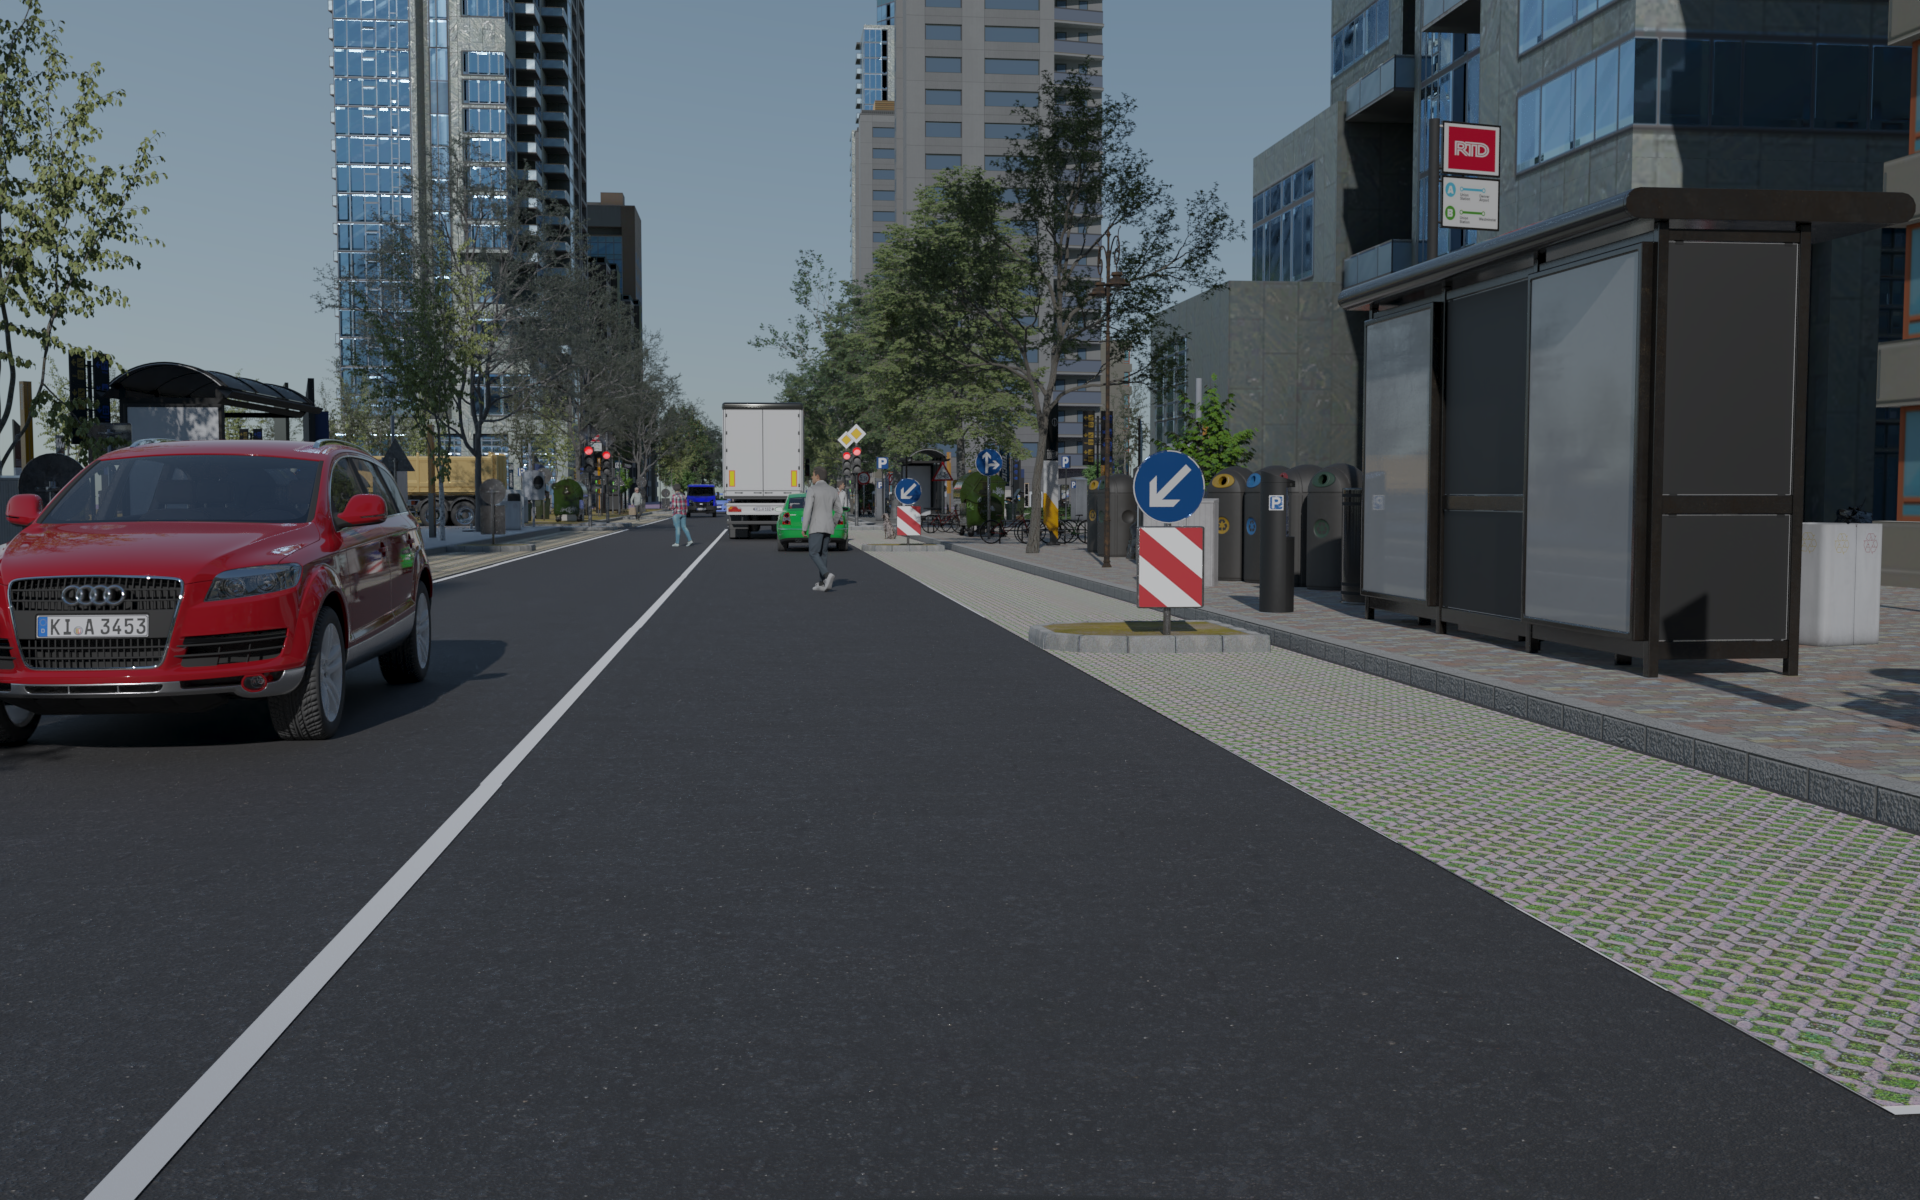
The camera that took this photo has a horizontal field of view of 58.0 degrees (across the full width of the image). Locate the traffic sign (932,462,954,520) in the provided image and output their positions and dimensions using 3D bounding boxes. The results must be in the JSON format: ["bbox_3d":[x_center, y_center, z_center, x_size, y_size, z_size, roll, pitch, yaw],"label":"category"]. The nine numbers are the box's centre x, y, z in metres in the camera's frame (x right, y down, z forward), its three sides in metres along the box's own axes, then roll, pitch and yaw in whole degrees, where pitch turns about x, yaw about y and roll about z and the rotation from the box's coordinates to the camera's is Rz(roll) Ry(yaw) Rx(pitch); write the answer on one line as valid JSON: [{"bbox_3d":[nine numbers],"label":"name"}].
[{"bbox_3d":[-0.697,-4.278,69.952,0.884,2.594,0.081,0,4,2],"label":"traffic sign"}]

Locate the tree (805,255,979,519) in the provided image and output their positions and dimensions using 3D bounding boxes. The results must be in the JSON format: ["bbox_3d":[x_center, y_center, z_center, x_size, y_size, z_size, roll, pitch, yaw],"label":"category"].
[{"bbox_3d":[-3.387,-11.247,90.538,9.857,13.997,8.962,0,3,0],"label":"tree"}]

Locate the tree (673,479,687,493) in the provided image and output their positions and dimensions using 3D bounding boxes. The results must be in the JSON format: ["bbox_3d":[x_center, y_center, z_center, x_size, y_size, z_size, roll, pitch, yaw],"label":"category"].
[{"bbox_3d":[-30.887,-11.946,189.915,1.663,3.219,1.824,0,3,0],"label":"tree"}]

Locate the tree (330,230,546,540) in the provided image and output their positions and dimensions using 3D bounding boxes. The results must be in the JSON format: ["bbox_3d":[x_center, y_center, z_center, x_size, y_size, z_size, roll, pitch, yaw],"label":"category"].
[{"bbox_3d":[-14.492,-5.940,47.486,4.737,8.622,4.395,0,3,0],"label":"tree"}]

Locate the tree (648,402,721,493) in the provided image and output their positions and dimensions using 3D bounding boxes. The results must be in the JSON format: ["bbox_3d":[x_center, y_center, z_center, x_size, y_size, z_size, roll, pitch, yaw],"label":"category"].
[{"bbox_3d":[-34.044,-18.065,212.367,9.611,12.733,9.660,0,3,0],"label":"tree"}]

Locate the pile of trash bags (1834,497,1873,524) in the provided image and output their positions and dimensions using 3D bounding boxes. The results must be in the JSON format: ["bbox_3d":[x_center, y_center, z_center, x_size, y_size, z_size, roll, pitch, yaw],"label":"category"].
[{"bbox_3d":[16.093,-1.225,29.776,1.912,1.369,3.447,3,5,41],"label":"pile of trash bags"}]

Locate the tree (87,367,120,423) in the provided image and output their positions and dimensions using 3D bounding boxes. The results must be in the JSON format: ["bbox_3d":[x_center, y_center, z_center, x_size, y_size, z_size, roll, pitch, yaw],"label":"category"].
[{"bbox_3d":[-47.080,-8.995,97.432,4.360,8.622,3.978,0,3,0],"label":"tree"}]

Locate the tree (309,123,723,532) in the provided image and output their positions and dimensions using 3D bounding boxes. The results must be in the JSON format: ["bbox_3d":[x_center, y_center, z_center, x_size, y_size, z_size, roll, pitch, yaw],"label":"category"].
[{"bbox_3d":[-16.454,-9.063,58.544,12.009,13.543,11.850,0,3,0],"label":"tree"}]

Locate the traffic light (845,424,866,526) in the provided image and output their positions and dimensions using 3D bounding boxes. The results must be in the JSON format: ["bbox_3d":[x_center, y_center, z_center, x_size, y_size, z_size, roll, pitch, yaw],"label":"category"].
[{"bbox_3d":[-4.164,-4.920,69.360,0.839,4.253,0.868,0,4,-7],"label":"traffic light"}]

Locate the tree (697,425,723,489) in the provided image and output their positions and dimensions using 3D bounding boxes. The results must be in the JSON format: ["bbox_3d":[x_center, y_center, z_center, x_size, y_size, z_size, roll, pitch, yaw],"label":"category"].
[{"bbox_3d":[-44.537,-24.623,309.245,9.857,13.997,8.962,0,3,0],"label":"tree"}]

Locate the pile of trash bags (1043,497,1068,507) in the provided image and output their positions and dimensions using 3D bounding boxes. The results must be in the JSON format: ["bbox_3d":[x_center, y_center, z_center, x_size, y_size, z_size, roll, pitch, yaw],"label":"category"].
[{"bbox_3d":[7.055,-7.090,125.674,1.912,1.369,3.447,-1,4,-20],"label":"pile of trash bags"}]

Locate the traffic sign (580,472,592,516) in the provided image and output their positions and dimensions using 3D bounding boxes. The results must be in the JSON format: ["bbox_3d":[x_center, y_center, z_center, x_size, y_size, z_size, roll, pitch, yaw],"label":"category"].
[{"bbox_3d":[-21.391,-6.054,99.097,0.768,2.556,0.104,0,4,0],"label":"traffic sign"}]

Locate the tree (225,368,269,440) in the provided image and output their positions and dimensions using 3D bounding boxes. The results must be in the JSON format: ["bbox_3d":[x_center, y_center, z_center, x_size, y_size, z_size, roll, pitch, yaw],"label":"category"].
[{"bbox_3d":[-42.900,-9.270,101.921,4.737,8.622,4.395,0,3,0],"label":"tree"}]

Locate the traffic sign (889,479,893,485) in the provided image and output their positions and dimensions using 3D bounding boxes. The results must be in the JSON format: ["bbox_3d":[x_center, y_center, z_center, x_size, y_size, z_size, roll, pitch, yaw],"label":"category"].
[{"bbox_3d":[-3.869,-6.362,104.015,0.884,2.594,0.081,0,4,-1],"label":"traffic sign"}]

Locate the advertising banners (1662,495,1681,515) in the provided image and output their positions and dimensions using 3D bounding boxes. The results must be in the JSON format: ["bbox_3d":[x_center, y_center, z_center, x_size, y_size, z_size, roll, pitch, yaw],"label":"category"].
[{"bbox_3d":[7.544,-1.378,18.712,0.090,3.025,2.074,0,4,-3],"label":"advertising banners"}]

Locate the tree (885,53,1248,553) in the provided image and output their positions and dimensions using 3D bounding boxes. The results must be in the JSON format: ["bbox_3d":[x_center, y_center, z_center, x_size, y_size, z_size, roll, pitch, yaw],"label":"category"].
[{"bbox_3d":[1.817,-6.279,37.071,7.601,10.594,8.767,3,5,41],"label":"tree"}]

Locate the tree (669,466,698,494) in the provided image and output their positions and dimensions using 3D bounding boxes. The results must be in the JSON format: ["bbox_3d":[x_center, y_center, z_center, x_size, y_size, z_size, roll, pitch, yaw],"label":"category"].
[{"bbox_3d":[-31.609,-13.103,197.939,4.285,4.588,4.351,0,3,0],"label":"tree"}]

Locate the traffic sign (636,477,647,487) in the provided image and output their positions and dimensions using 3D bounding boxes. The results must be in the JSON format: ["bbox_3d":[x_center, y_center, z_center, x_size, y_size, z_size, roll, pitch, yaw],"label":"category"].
[{"bbox_3d":[-23.275,-7.735,126.565,0.768,2.556,0.104,0,4,2],"label":"traffic sign"}]

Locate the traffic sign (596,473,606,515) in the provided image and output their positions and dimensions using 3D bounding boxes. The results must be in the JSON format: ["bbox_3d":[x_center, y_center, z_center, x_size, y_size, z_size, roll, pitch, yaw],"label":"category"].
[{"bbox_3d":[-21.522,-6.358,104.052,0.768,2.556,0.104,0,4,1],"label":"traffic sign"}]

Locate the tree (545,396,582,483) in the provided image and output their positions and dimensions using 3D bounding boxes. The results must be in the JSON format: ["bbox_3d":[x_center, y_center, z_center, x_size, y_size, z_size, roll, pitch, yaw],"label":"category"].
[{"bbox_3d":[-28.071,-10.376,120.006,4.737,8.622,4.395,0,3,0],"label":"tree"}]

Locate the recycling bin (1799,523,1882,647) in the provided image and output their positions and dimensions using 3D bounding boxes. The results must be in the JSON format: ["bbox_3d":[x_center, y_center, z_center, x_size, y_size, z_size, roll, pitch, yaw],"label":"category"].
[{"bbox_3d":[7.407,-0.147,14.960,0.722,1.027,0.722,-2,4,-25],"label":"recycling bin"}]

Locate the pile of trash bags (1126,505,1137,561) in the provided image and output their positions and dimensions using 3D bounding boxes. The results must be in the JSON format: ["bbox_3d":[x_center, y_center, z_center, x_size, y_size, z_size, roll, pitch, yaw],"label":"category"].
[{"bbox_3d":[4.945,-1.470,33.784,3.447,1.369,1.912,1,4,8],"label":"pile of trash bags"}]

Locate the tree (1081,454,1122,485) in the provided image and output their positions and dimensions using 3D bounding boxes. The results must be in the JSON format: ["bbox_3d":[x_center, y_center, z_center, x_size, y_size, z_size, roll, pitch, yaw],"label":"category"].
[{"bbox_3d":[11.359,-9.465,138.458,4.285,4.588,4.351,0,3,0],"label":"tree"}]

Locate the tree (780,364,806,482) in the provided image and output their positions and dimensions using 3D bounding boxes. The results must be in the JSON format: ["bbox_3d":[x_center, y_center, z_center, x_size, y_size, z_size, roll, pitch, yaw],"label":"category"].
[{"bbox_3d":[-11.776,-15.409,158.594,9.857,13.997,8.962,0,3,0],"label":"tree"}]

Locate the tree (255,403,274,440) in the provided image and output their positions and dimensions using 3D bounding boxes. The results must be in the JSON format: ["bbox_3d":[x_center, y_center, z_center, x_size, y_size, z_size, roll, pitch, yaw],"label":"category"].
[{"bbox_3d":[-50.557,-10.889,128.398,4.360,8.622,3.978,0,3,0],"label":"tree"}]

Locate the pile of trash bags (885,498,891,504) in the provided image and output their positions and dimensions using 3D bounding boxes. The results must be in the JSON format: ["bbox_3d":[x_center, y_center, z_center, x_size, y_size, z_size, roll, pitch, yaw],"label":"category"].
[{"bbox_3d":[-6.352,-8.112,142.387,3.447,1.369,1.912,0,4,-4],"label":"pile of trash bags"}]

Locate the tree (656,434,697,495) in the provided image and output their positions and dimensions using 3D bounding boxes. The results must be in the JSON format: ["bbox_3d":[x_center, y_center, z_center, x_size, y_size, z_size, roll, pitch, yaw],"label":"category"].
[{"bbox_3d":[-30.344,-14.297,184.117,4.737,8.622,4.395,0,3,0],"label":"tree"}]

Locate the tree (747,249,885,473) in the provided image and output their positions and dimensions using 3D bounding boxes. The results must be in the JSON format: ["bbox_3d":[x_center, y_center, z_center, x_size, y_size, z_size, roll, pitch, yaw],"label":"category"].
[{"bbox_3d":[-9.769,-17.090,135.315,12.611,20.169,13.585,0,3,0],"label":"tree"}]

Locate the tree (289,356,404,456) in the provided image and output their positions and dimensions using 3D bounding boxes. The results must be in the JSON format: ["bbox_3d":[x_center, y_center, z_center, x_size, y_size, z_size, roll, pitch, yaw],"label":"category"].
[{"bbox_3d":[-32.097,-8.521,89.679,4.360,8.622,3.978,0,3,0],"label":"tree"}]

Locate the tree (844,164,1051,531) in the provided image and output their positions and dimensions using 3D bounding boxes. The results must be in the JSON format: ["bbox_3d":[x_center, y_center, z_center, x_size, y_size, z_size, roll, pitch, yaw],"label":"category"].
[{"bbox_3d":[-0.332,-8.704,60.438,7.486,12.596,7.792,0,3,0],"label":"tree"}]

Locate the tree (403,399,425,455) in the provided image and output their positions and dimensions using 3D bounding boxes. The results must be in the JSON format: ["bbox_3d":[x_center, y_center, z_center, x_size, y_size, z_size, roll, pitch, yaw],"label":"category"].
[{"bbox_3d":[-32.290,-9.023,97.895,4.360,8.622,3.978,0,3,0],"label":"tree"}]

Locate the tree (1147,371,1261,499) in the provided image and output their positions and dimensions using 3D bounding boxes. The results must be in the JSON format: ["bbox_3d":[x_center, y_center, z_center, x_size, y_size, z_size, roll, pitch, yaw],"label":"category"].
[{"bbox_3d":[4.001,-2.003,27.349,1.663,3.219,1.824,0,3,0],"label":"tree"}]

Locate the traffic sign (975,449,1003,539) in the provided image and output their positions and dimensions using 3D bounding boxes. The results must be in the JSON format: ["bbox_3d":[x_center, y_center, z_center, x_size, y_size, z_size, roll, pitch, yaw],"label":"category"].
[{"bbox_3d":[0.819,-2.987,48.936,0.768,2.556,0.104,0,4,3],"label":"traffic sign"}]

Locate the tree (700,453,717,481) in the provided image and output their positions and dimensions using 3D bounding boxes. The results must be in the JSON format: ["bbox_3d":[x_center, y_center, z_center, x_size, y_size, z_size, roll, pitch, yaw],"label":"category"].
[{"bbox_3d":[-40.377,-20.154,263.927,7.601,10.594,8.767,2,4,27],"label":"tree"}]

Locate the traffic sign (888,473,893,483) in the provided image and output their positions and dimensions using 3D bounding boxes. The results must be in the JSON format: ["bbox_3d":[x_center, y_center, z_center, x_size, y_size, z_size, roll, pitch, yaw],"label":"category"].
[{"bbox_3d":[-3.966,-6.397,104.702,0.768,2.556,0.104,0,4,-1],"label":"traffic sign"}]

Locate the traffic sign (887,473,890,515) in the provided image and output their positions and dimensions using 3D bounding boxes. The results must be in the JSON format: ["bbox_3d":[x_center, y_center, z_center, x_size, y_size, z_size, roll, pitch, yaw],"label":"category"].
[{"bbox_3d":[-4.359,-6.480,105.959,0.884,2.594,0.081,0,4,-2],"label":"traffic sign"}]

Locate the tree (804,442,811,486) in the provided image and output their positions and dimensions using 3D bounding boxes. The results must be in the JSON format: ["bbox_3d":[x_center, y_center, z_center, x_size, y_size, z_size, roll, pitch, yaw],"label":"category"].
[{"bbox_3d":[-27.295,-23.030,294.668,7.486,12.596,7.792,0,3,0],"label":"tree"}]

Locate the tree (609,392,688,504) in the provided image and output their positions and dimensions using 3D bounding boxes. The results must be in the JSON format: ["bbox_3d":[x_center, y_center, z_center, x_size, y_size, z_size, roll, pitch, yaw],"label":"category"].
[{"bbox_3d":[-26.556,-13.002,146.992,7.601,10.594,8.767,-1,4,-10],"label":"tree"}]

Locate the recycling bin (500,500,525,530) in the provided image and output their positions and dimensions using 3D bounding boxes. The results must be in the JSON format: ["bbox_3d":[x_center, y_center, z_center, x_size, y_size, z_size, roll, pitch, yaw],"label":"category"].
[{"bbox_3d":[-16.006,-3.008,61.730,0.722,1.027,0.722,-1,4,-10],"label":"recycling bin"}]

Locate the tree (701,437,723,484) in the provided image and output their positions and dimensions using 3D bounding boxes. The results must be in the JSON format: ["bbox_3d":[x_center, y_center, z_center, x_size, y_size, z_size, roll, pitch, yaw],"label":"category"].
[{"bbox_3d":[-43.864,-22.567,294.720,9.928,11.665,9.643,0,3,0],"label":"tree"}]

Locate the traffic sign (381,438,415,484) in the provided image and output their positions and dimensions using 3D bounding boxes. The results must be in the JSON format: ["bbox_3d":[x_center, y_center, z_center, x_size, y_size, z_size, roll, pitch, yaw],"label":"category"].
[{"bbox_3d":[-13.195,-2.478,40.519,0.884,2.594,0.081,0,4,-4],"label":"traffic sign"}]

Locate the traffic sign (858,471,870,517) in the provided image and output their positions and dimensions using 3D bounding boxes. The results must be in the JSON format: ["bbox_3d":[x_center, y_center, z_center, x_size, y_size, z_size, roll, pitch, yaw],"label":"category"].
[{"bbox_3d":[-5.376,-5.911,96.746,0.768,2.556,0.104,0,4,2],"label":"traffic sign"}]

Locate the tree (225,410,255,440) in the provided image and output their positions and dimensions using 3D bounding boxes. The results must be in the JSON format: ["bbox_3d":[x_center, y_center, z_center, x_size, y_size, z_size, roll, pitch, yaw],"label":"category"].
[{"bbox_3d":[-47.377,-9.648,108.114,4.360,8.622,3.978,0,3,0],"label":"tree"}]

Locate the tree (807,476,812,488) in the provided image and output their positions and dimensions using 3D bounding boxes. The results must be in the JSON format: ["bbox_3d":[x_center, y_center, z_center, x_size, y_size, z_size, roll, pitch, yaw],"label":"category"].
[{"bbox_3d":[-18.230,-17.405,210.328,9.928,11.665,9.643,0,3,0],"label":"tree"}]

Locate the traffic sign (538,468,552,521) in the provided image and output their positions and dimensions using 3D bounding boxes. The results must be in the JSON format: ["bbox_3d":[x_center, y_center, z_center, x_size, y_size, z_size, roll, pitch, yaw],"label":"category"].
[{"bbox_3d":[-20.097,-5.109,83.636,0.768,2.556,0.104,0,4,1],"label":"traffic sign"}]

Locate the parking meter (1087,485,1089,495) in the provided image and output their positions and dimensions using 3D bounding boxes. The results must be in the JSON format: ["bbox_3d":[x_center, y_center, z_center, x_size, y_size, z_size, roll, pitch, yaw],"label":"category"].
[{"bbox_3d":[7.519,-5.950,102.989,0.255,1.863,0.399,-2,4,-34],"label":"parking meter"}]

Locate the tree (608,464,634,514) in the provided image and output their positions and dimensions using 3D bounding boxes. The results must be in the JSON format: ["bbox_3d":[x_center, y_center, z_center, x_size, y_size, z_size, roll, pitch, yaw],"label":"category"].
[{"bbox_3d":[-22.003,-7.185,112.080,1.663,3.219,1.824,0,3,0],"label":"tree"}]

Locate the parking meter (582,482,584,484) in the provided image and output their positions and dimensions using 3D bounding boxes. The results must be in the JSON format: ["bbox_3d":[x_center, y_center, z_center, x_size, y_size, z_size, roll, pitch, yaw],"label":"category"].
[{"bbox_3d":[-18.258,-4.728,83.019,0.399,1.863,0.255,1,4,13],"label":"parking meter"}]

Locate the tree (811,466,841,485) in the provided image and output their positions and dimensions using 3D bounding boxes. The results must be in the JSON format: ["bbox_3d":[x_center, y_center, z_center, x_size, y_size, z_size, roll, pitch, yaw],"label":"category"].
[{"bbox_3d":[-13.346,-11.653,174.241,4.285,4.588,4.351,0,3,0],"label":"tree"}]

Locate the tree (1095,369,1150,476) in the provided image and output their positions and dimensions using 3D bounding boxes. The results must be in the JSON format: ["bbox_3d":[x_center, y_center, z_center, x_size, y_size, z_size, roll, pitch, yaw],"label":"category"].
[{"bbox_3d":[9.560,-9.112,99.347,4.360,8.622,3.978,0,3,0],"label":"tree"}]

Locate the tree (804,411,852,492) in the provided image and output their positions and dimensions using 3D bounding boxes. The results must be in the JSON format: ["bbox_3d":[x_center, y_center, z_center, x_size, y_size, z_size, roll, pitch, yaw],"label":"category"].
[{"bbox_3d":[-10.537,-11.901,144.937,4.737,8.622,4.395,0,3,0],"label":"tree"}]

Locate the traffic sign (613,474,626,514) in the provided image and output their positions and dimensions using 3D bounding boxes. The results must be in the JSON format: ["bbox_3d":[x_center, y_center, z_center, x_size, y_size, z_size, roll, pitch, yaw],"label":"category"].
[{"bbox_3d":[-21.749,-6.748,110.332,0.884,2.594,0.081,0,4,-6],"label":"traffic sign"}]

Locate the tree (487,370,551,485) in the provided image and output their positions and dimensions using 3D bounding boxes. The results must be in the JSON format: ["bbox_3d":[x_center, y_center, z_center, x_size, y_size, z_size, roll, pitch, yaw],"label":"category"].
[{"bbox_3d":[-25.765,-9.276,102.030,4.360,8.622,3.978,0,3,0],"label":"tree"}]

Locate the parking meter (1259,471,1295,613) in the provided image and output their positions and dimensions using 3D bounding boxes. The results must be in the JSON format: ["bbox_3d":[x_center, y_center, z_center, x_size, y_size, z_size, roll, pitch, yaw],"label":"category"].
[{"bbox_3d":[3.451,-0.638,18.839,0.372,1.533,0.369,0,3,0],"label":"parking meter"}]

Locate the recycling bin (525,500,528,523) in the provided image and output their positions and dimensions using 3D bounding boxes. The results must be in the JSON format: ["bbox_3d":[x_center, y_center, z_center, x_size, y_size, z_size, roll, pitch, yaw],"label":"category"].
[{"bbox_3d":[-19.554,-3.907,76.425,0.722,1.027,0.722,3,4,39],"label":"recycling bin"}]

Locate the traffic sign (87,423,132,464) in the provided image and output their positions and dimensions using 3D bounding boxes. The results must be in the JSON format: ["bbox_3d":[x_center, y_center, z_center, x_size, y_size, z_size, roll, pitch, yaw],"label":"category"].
[{"bbox_3d":[-12.210,-1.394,24.915,0.606,2.300,0.079,0,4,-6],"label":"traffic sign"}]

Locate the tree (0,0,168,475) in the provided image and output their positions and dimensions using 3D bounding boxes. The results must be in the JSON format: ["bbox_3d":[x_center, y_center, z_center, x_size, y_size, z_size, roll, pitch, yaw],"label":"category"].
[{"bbox_3d":[-12.000,-4.348,21.452,4.737,8.622,4.395,0,3,0],"label":"tree"}]
